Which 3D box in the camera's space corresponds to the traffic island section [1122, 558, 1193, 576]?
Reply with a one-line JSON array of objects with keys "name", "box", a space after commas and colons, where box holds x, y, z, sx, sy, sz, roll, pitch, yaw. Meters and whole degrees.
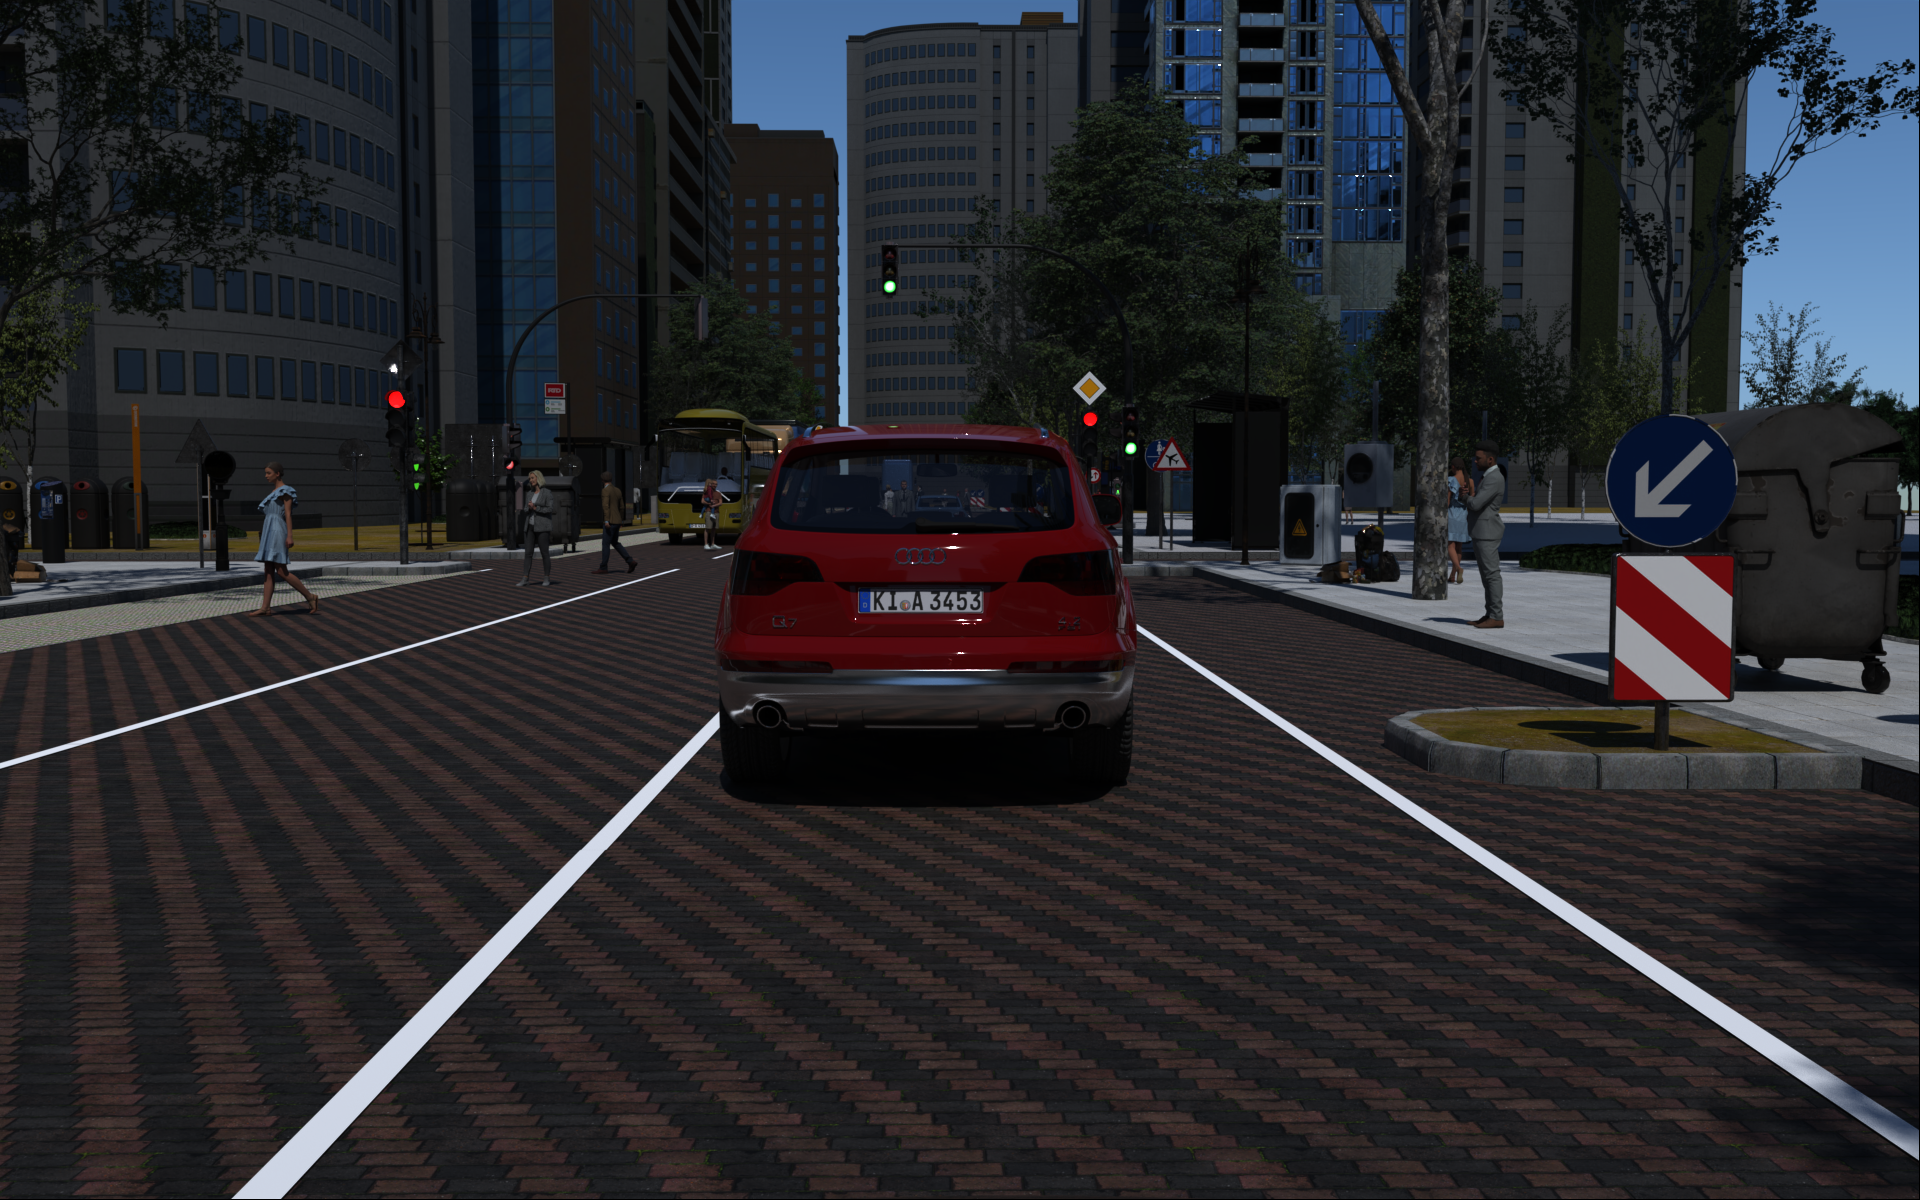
[{"name": "traffic island section", "box": [3.087, -0.581, 31.774, 2.009, 0.180, 2.903, 0, 4, -1]}]

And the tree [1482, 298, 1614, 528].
[{"name": "tree", "box": [22.123, -7.072, 65.993, 4.737, 8.622, 4.395, 0, 3, 0]}]

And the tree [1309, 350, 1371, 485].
[{"name": "tree", "box": [19.078, -8.420, 88.034, 4.360, 8.622, 3.978, 0, 3, 0]}]

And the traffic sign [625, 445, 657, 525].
[{"name": "traffic sign", "box": [-13.693, -4.816, 72.611, 2.265, 3.308, 0.079, 0, 4, 7]}]

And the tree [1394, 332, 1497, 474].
[{"name": "tree", "box": [28.759, -11.195, 101.163, 7.486, 12.596, 7.792, 0, 3, 0]}]

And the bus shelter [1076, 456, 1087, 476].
[{"name": "bus shelter", "box": [5.735, -6.051, 92.859, 2.014, 3.302, 5.546, 0, 4, -1]}]

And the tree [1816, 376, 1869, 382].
[{"name": "tree", "box": [45.188, -7.291, 82.119, 20.602, 7.101, 11.467, 1, 4, 22]}]

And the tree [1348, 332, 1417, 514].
[{"name": "tree", "box": [27.427, -11.330, 110.995, 9.928, 11.665, 9.643, 0, 3, 0]}]

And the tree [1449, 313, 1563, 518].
[{"name": "tree", "box": [21.607, -7.375, 70.941, 4.360, 8.622, 3.978, 0, 3, 0]}]

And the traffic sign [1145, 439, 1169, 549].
[{"name": "traffic sign", "box": [4.689, -2.462, 40.353, 0.768, 2.556, 0.104, 0, 4, 7]}]

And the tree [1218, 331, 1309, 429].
[{"name": "tree", "box": [13.147, -7.787, 77.682, 4.360, 8.622, 3.978, 0, 3, 0]}]

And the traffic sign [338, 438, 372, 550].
[{"name": "traffic sign", "box": [-13.749, -2.401, 39.361, 0.768, 2.556, 0.104, 0, 4, 4]}]

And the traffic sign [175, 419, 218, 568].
[{"name": "traffic sign", "box": [-13.130, -1.830, 29.928, 0.884, 2.594, 0.081, 0, 4, 4]}]

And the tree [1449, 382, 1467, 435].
[{"name": "tree", "box": [25.806, -8.630, 91.458, 4.737, 8.622, 4.395, 0, 3, 0]}]

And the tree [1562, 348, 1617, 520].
[{"name": "tree", "box": [31.009, -8.311, 86.245, 4.360, 8.622, 3.978, 0, 3, 0]}]

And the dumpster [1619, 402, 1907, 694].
[{"name": "dumpster", "box": [5.417, -0.371, 11.818, 1.264, 1.857, 1.865, 0, 4, -1]}]

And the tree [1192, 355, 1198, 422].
[{"name": "tree", "box": [17.453, -11.672, 108.959, 7.486, 12.596, 7.792, 0, 3, 0]}]

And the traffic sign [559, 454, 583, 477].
[{"name": "traffic sign", "box": [-12.424, -3.375, 55.287, 0.768, 2.556, 0.104, 0, 4, 2]}]

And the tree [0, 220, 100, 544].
[{"name": "tree", "box": [-24.260, -5.762, 44.570, 4.737, 8.622, 4.395, 0, 3, 0]}]

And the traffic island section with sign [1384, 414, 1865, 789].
[{"name": "traffic island section with sign", "box": [3.404, -0.044, 9.352, 1.989, 1.847, 2.006, 0, 4, -1]}]

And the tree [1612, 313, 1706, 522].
[{"name": "tree", "box": [28.348, -7.413, 71.570, 4.737, 8.622, 4.395, 0, 3, 0]}]

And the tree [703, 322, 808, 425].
[{"name": "tree", "box": [-13.892, -12.030, 114.815, 7.486, 12.596, 7.792, 0, 3, 0]}]

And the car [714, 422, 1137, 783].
[{"name": "car", "box": [-0.142, -0.090, 10.147, 2.281, 1.827, 5.304, 0, 4, 1]}]

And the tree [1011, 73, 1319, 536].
[{"name": "tree", "box": [6.056, -8.952, 53.019, 9.857, 13.997, 8.962, 0, 3, 0]}]

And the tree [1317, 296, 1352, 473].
[{"name": "tree", "box": [16.914, -11.578, 95.951, 9.857, 13.997, 8.962, 0, 3, 0]}]

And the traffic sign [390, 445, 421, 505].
[{"name": "traffic sign", "box": [-13.261, -2.527, 41.430, 0.768, 2.556, 0.104, 0, 4, 5]}]

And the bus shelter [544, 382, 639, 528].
[{"name": "bus shelter", "box": [-13.885, -5.345, 65.029, 2.179, 5.291, 8.768, 0, 4, -1]}]

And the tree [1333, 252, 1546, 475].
[{"name": "tree", "box": [22.130, -9.961, 79.873, 9.611, 12.733, 9.660, 0, 3, 0]}]

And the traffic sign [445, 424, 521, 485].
[{"name": "traffic sign", "box": [-13.803, -3.440, 50.117, 2.265, 3.308, 0.079, 0, 4, 6]}]

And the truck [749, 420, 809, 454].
[{"name": "truck", "box": [-7.347, -4.809, 67.542, 2.839, 4.237, 11.283, 0, 4, 0]}]

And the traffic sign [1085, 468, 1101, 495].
[{"name": "traffic sign", "box": [6.394, -5.079, 83.143, 0.768, 2.556, 0.104, 0, 4, 6]}]

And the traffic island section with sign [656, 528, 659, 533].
[{"name": "traffic island section with sign", "box": [-10.285, -3.450, 65.041, 1.989, 1.847, 2.006, 0, 4, -1]}]

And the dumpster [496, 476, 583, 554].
[{"name": "dumpster", "box": [-10.151, -2.057, 41.841, 1.865, 1.857, 1.264, 0, 4, 0]}]

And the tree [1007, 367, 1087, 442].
[{"name": "tree", "box": [4.544, -8.264, 85.475, 4.737, 8.622, 4.395, 0, 3, 0]}]

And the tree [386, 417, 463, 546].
[{"name": "tree", "box": [-13.592, -2.979, 43.316, 1.663, 3.219, 1.824, 0, 3, 0]}]

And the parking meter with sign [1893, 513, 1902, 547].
[{"name": "parking meter with sign", "box": [21.499, -2.755, 41.300, 0.543, 3.016, 1.738, -3, 5, -44]}]

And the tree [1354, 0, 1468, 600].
[{"name": "tree", "box": [4.340, -10.100, 21.030, 12.611, 20.169, 13.585, 0, 3, 0]}]

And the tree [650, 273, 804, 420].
[{"name": "tree", "box": [-13.345, -11.796, 99.524, 9.857, 13.997, 8.962, 0, 3, 0]}]

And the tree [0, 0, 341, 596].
[{"name": "tree", "box": [-12.271, -5.345, 21.810, 8.767, 10.594, 7.601, -2, 4, -33]}]

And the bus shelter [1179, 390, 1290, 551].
[{"name": "bus shelter", "box": [6.627, -3.117, 42.245, 1.731, 3.624, 6.357, 0, 4, -1]}]

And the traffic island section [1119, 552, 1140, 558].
[{"name": "traffic island section", "box": [2.976, -1.069, 39.759, 2.009, 0.180, 2.903, 0, 4, -1]}]

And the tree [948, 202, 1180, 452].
[{"name": "tree", "box": [4.573, -9.937, 72.834, 12.009, 13.543, 11.850, 0, 3, 0]}]

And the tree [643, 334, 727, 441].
[{"name": "tree", "box": [-12.955, -7.978, 80.795, 4.360, 8.622, 3.978, 0, 3, 0]}]

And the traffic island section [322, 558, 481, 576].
[{"name": "traffic island section", "box": [-10.153, -0.570, 31.596, 2.009, 0.180, 2.903, 0, 4, -1]}]

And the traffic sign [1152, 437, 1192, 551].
[{"name": "traffic sign", "box": [4.803, -2.404, 39.303, 0.884, 2.594, 0.081, 0, 4, 7]}]

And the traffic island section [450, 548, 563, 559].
[{"name": "traffic island section", "box": [-10.264, -1.058, 39.580, 2.009, 0.180, 2.903, 0, 4, -1]}]

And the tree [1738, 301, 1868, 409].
[{"name": "tree", "box": [31.706, -7.064, 65.857, 4.360, 8.622, 3.978, 0, 3, 0]}]

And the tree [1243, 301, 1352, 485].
[{"name": "tree", "box": [13.124, -7.095, 66.372, 4.737, 8.622, 4.395, 0, 3, 0]}]

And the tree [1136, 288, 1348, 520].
[{"name": "tree", "box": [11.864, -9.746, 85.099, 9.928, 11.665, 9.643, 0, 3, 0]}]
